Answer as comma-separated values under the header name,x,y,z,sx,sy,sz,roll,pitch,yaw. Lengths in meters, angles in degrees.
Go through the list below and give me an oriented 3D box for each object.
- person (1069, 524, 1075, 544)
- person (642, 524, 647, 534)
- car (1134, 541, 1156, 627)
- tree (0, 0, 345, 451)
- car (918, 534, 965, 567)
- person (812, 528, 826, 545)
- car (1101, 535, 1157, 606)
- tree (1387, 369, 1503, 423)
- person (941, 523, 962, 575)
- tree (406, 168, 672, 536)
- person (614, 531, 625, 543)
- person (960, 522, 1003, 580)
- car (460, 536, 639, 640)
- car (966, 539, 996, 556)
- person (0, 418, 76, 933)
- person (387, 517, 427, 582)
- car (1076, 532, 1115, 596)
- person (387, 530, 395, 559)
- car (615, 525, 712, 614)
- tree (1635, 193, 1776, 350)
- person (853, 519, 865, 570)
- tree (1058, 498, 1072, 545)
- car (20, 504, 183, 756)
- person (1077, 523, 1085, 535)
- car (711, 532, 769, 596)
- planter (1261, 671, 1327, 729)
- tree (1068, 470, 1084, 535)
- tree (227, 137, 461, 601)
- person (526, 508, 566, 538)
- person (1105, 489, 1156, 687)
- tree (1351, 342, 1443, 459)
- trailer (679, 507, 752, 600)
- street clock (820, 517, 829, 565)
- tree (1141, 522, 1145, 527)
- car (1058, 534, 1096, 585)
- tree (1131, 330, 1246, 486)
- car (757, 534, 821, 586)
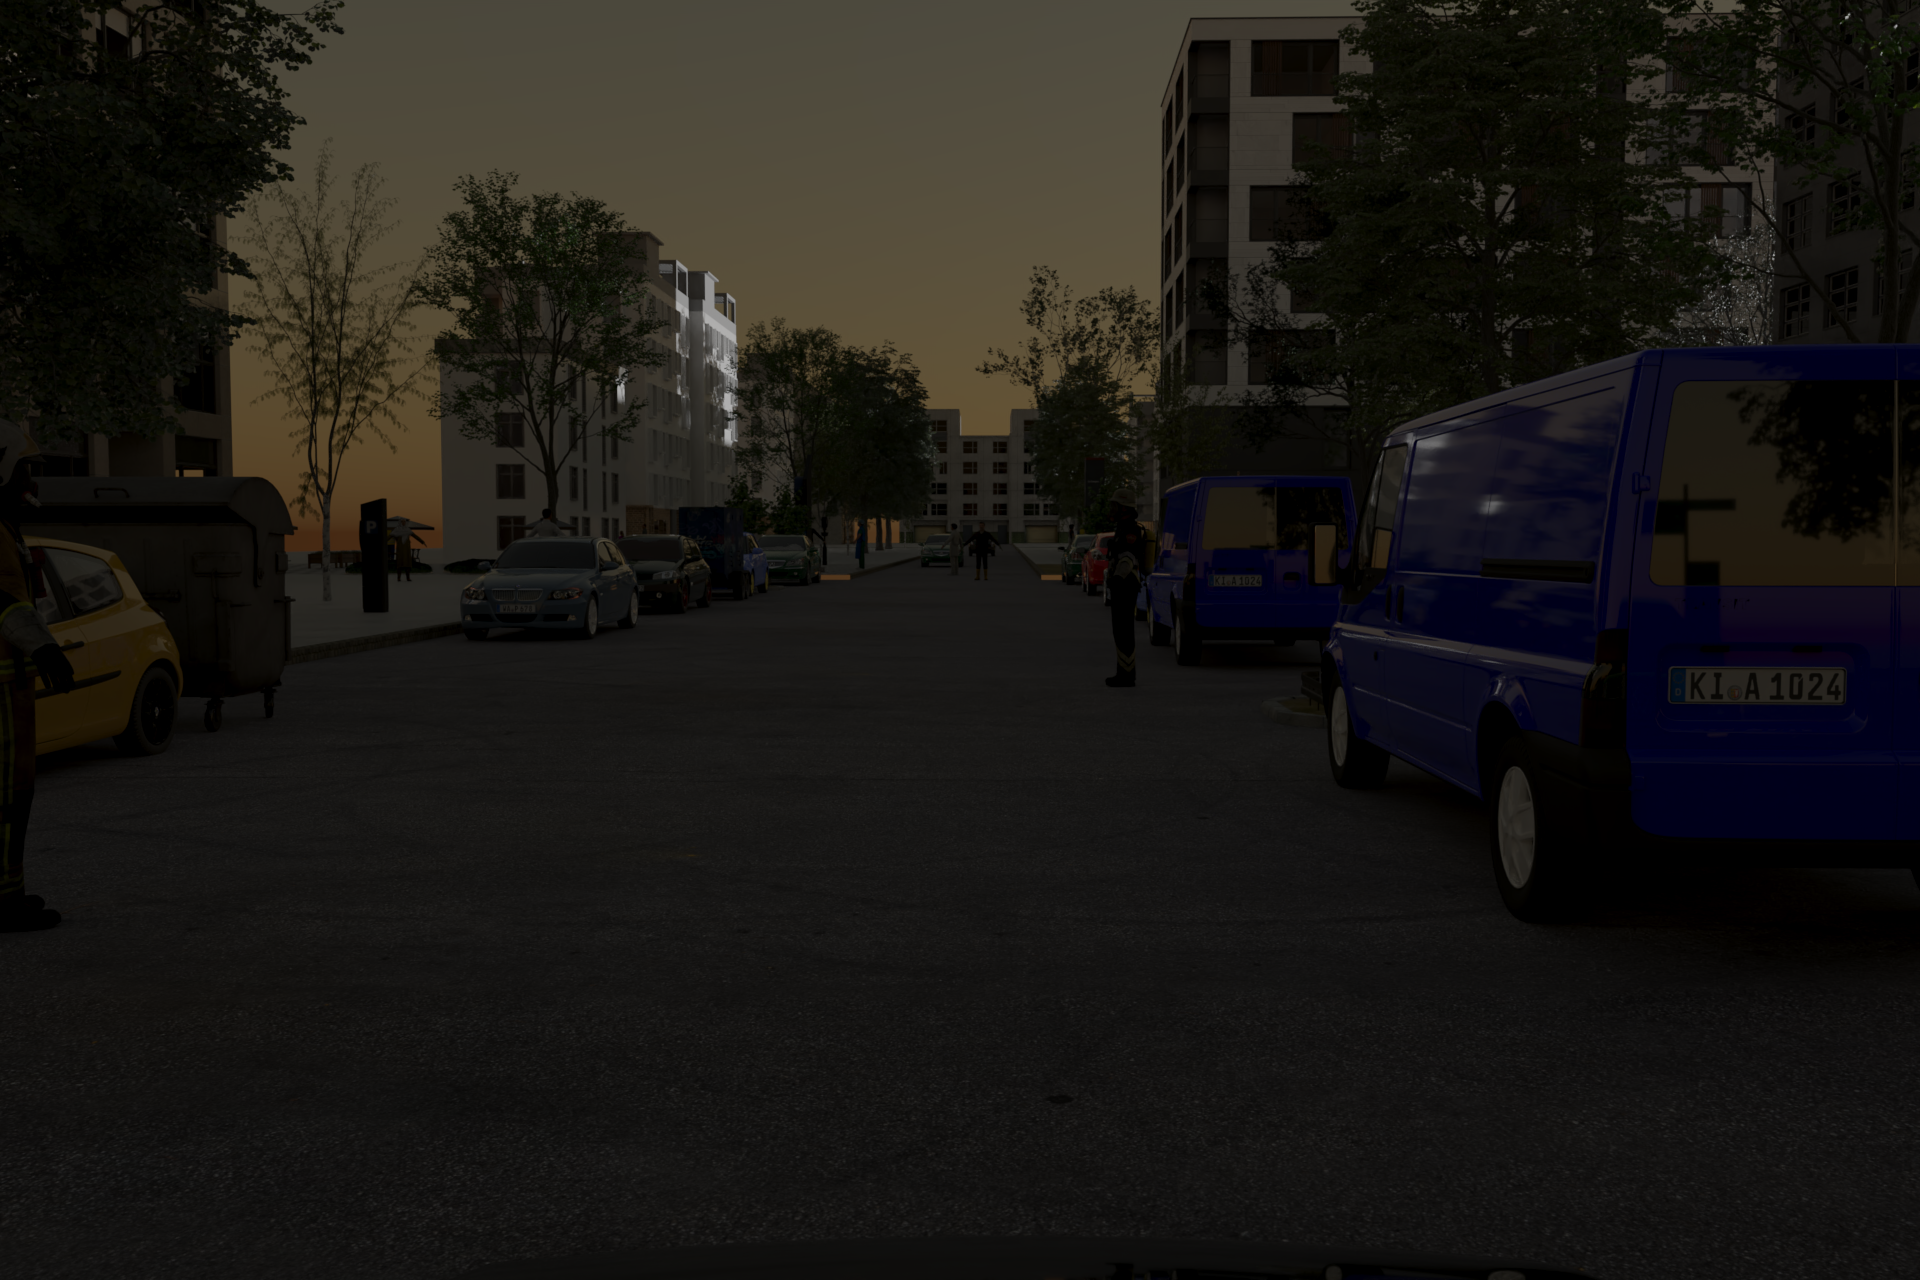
name,x,y,z,sx,sy,sz,roll,pitch,yaw
person,5.981,-5.263,92.191,0.704,1.843,1.345,-1,4,-11
person,-15.670,-4.869,85.880,0.705,1.796,1.348,-1,4,-11
car,3.705,-1.098,27.544,1.945,1.707,3.694,0,4,1
tree,-12.358,-6.923,19.839,9.857,13.997,8.962,0,3,0
car,-0.754,-3.941,76.228,2.131,1.459,4.920,0,4,1
person,-5.568,-3.517,63.438,1.347,1.837,0.705,-1,4,-10
car,3.717,-1.274,32.837,2.014,1.417,4.499,0,4,0
tree,18.296,-7.013,65.033,4.737,8.622,4.395,0,3,0
person,-0.230,-3.175,60.553,0.705,1.806,1.347,2,4,30
tree,-11.874,-7.596,49.949,9.928,11.665,9.643,0,3,0
person,-14.940,-4.097,76.249,0.599,1.433,0.991,3,5,43
person,0.675,-2.765,53.806,1.346,1.812,0.704,1,4,11
car,-5.828,-0.799,25.072,2.014,1.417,4.499,0,4,1
car,1.420,-6.288,112.598,2.009,1.686,4.222,0,3,0
person,-3.502,0.116,6.332,0.705,1.858,1.354,-3,4,-38
person,-15.037,-2.451,46.849,1.217,1.736,0.721,-2,4,-33
car,3.880,-1.995,41.655,2.155,1.783,4.494,0,4,2
person,-23.128,-3.918,70.527,1.216,1.772,0.721,2,4,25
car,-5.766,-1.386,32.447,2.009,1.686,4.222,0,4,1
tree,28.465,-9.265,61.856,12.009,13.543,11.850,0,3,0
person,-3.619,-3.467,62.812,0.704,1.817,1.347,1,4,9
tree,9.978,-12.840,160.297,4.360,8.622,3.978,0,3,0
car,-6.069,0.022,9.863,2.015,1.641,3.980,0,4,1
person,5.906,-4.643,81.882,1.349,1.833,0.705,3,5,44
car,-5.563,-1.916,40.925,1.945,1.707,3.694,0,4,2
planter,3.406,0.464,13.547,1.991,0.319,1.994,0,4,2
tree,10.404,-12.440,153.760,4.737,8.622,4.395,0,3,0
tree,-12.298,-5.044,32.838,4.360,8.622,3.978,0,3,0
person,-8.504,-1.812,35.780,1.344,1.810,0.704,1,4,18
person,1.518,-0.496,16.347,0.705,1.856,1.354,0,4,3
tree,15.720,-6.638,58.901,4.737,8.622,4.395,0,3,0
trailer,-5.393,-1.833,37.021,1.471,1.999,3.904,0,4,1
street clock,-5.576,-4.085,71.354,0.358,2.002,0.471,0,4,2
tree,26.052,-18.061,245.657,4.737,8.622,4.395,0,3,0
car,3.917,-2.352,50.251,2.131,1.459,4.920,0,4,1
tree,7.991,-6.845,62.283,4.737,8.622,4.395,0,3,0
car,-5.052,-2.309,49.553,2.131,1.459,4.920,0,4,2
